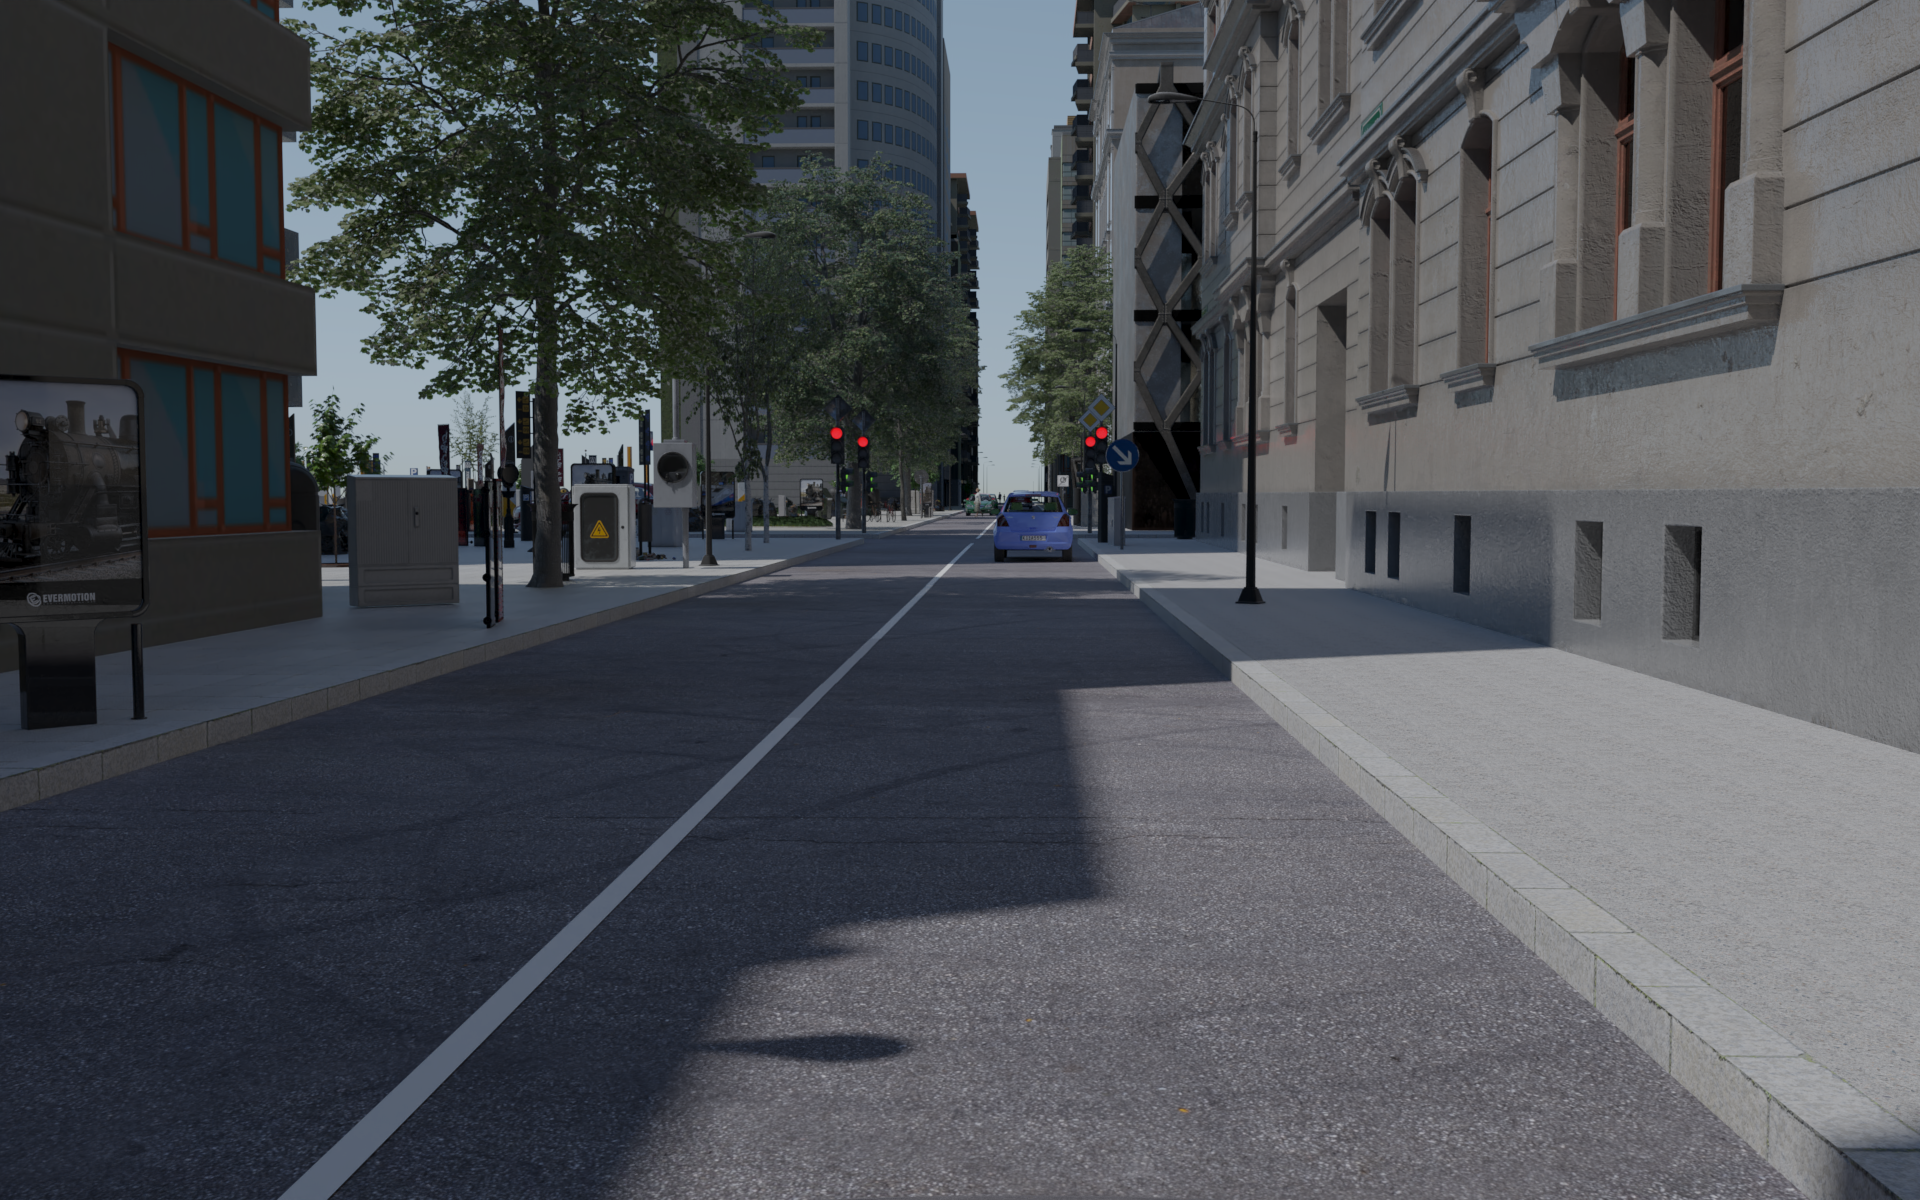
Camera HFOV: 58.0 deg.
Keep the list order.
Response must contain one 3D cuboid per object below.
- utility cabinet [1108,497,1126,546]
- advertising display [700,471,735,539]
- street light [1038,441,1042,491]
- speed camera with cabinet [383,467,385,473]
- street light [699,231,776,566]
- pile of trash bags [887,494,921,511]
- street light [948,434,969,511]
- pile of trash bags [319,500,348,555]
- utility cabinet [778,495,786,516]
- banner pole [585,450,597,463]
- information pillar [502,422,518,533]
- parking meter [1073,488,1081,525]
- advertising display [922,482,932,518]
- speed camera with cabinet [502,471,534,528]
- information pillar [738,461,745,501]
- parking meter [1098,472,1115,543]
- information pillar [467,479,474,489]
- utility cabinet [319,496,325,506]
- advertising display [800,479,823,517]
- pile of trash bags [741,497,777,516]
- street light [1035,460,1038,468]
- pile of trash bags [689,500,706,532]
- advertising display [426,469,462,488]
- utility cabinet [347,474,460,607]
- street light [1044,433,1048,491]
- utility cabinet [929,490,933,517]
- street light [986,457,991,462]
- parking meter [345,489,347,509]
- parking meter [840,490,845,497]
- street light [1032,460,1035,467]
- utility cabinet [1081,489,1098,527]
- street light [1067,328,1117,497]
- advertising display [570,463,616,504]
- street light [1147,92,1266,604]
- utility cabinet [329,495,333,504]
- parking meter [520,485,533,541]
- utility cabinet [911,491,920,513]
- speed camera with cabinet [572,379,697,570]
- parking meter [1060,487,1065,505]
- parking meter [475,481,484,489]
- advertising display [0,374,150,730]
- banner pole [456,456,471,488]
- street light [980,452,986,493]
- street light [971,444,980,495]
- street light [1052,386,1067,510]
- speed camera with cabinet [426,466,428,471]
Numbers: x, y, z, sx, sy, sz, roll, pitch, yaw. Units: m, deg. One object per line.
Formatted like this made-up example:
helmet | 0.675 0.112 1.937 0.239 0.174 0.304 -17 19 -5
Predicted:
utility cabinet | 3.916 -1.972 43.411 0.306 1.237 1.020 0 4 -4
advertising display | -6.874 -2.688 49.168 0.974 1.923 0.123 -1 4 -15
street light | 6.845 -9.696 131.075 1.470 5.913 1.316 0 4 2
speed camera with cabinet | -40.798 -7.777 121.496 0.660 3.252 2.038 2 4 30
street light | -3.951 -3.564 30.810 1.470 5.913 1.316 0 4 2
pile of trash bags | -3.911 -7.310 129.272 3.447 1.369 1.912 2 4 30
street light | -0.225 -9.837 133.378 1.470 5.913 1.316 0 4 2
pile of trash bags | -13.971 -1.658 36.865 1.912 1.369 3.447 3 5 40
utility cabinet | -8.706 -4.512 84.927 0.306 1.237 1.020 0 4 -1
banner pole | -20.816 -6.573 97.486 0.863 3.779 0.401 -2 4 -27
information pillar | -14.692 -3.981 56.438 0.504 3.616 0.183 -3 5 -44
parking meter | 4.824 -3.829 71.016 0.372 1.533 0.369 0 3 0
advertising display | -1.822 -5.431 94.012 0.123 1.923 0.974 2 4 29
speed camera with cabinet | -16.413 -4.318 64.938 2.038 3.252 0.660 0 4 -7
information pillar | -15.555 -8.059 123.114 0.504 3.616 0.183 -1 4 -17
parking meter | 3.860 -2.448 45.742 0.399 1.863 0.255 -2 4 -24
information pillar | -23.452 -4.805 83.057 0.304 2.012 0.304 -1 4 -22
utility cabinet | -27.934 -3.929 75.408 0.306 1.237 1.020 -3 4 -36
advertising display | -6.165 -4.080 71.922 0.974 1.923 0.123 0 4 1
pile of trash bags | -12.478 -5.576 100.919 3.447 1.369 1.912 -2 4 -33
street light | 7.540 -10.962 151.776 1.470 5.913 1.316 0 4 2
pile of trash bags | -10.516 -3.315 63.956 3.447 1.369 1.912 3 4 37
advertising display | -13.218 -2.399 44.444 0.123 1.923 0.974 3 5 41
utility cabinet | -6.351 -0.680 19.794 1.173 1.500 0.318 -3 4 -38
street light | 5.768 -7.973 102.892 1.470 5.913 1.316 0 4 2
utility cabinet | -1.740 -5.347 96.106 0.318 1.500 1.173 1 4 10
street light | 2.758 -14.927 216.598 1.470 5.913 1.316 0 4 2
parking meter | -47.103 -7.801 133.250 0.255 1.863 0.399 3 5 44
parking meter | -6.331 -5.153 92.667 0.372 1.533 0.369 0 3 0
street light | 9.592 -14.408 208.117 1.470 5.913 1.316 0 4 2
utility cabinet | 5.236 -3.556 66.827 1.173 1.500 0.318 3 4 37
street light | 3.825 -4.647 48.519 1.470 5.913 1.316 0 4 2
advertising display | -7.611 -1.881 35.971 0.974 1.923 0.123 1 4 14
street light | 2.869 -2.914 20.178 1.470 5.913 1.316 0 4 2
utility cabinet | -47.306 -7.300 130.521 1.020 1.237 0.306 2 4 25
parking meter | -11.829 -2.381 47.345 0.372 1.533 0.369 0 3 0
utility cabinet | -3.206 -6.416 113.579 1.173 1.500 0.318 1 4 15
speed camera with cabinet | -5.553 -2.154 29.560 2.038 3.252 0.660 0 4 -1
parking meter | 6.782 -6.601 113.629 0.399 1.863 0.255 -2 4 -31
parking meter | -21.574 -4.416 77.911 0.399 1.863 0.255 1 4 17
advertising display | -4.975 -0.263 9.510 0.123 1.923 0.974 3 5 43
banner pole | -32.308 -7.536 113.226 0.863 3.779 0.401 1 4 17
street light | 1.848 -13.340 190.649 1.470 5.913 1.316 0 4 2
street light | 0.862 -11.573 161.751 1.470 5.913 1.316 0 4 2
street light | 4.782 -6.217 74.197 1.470 5.913 1.316 0 4 2
speed camera with cabinet | -37.460 -7.757 121.158 0.660 3.252 2.038 1 4 13
